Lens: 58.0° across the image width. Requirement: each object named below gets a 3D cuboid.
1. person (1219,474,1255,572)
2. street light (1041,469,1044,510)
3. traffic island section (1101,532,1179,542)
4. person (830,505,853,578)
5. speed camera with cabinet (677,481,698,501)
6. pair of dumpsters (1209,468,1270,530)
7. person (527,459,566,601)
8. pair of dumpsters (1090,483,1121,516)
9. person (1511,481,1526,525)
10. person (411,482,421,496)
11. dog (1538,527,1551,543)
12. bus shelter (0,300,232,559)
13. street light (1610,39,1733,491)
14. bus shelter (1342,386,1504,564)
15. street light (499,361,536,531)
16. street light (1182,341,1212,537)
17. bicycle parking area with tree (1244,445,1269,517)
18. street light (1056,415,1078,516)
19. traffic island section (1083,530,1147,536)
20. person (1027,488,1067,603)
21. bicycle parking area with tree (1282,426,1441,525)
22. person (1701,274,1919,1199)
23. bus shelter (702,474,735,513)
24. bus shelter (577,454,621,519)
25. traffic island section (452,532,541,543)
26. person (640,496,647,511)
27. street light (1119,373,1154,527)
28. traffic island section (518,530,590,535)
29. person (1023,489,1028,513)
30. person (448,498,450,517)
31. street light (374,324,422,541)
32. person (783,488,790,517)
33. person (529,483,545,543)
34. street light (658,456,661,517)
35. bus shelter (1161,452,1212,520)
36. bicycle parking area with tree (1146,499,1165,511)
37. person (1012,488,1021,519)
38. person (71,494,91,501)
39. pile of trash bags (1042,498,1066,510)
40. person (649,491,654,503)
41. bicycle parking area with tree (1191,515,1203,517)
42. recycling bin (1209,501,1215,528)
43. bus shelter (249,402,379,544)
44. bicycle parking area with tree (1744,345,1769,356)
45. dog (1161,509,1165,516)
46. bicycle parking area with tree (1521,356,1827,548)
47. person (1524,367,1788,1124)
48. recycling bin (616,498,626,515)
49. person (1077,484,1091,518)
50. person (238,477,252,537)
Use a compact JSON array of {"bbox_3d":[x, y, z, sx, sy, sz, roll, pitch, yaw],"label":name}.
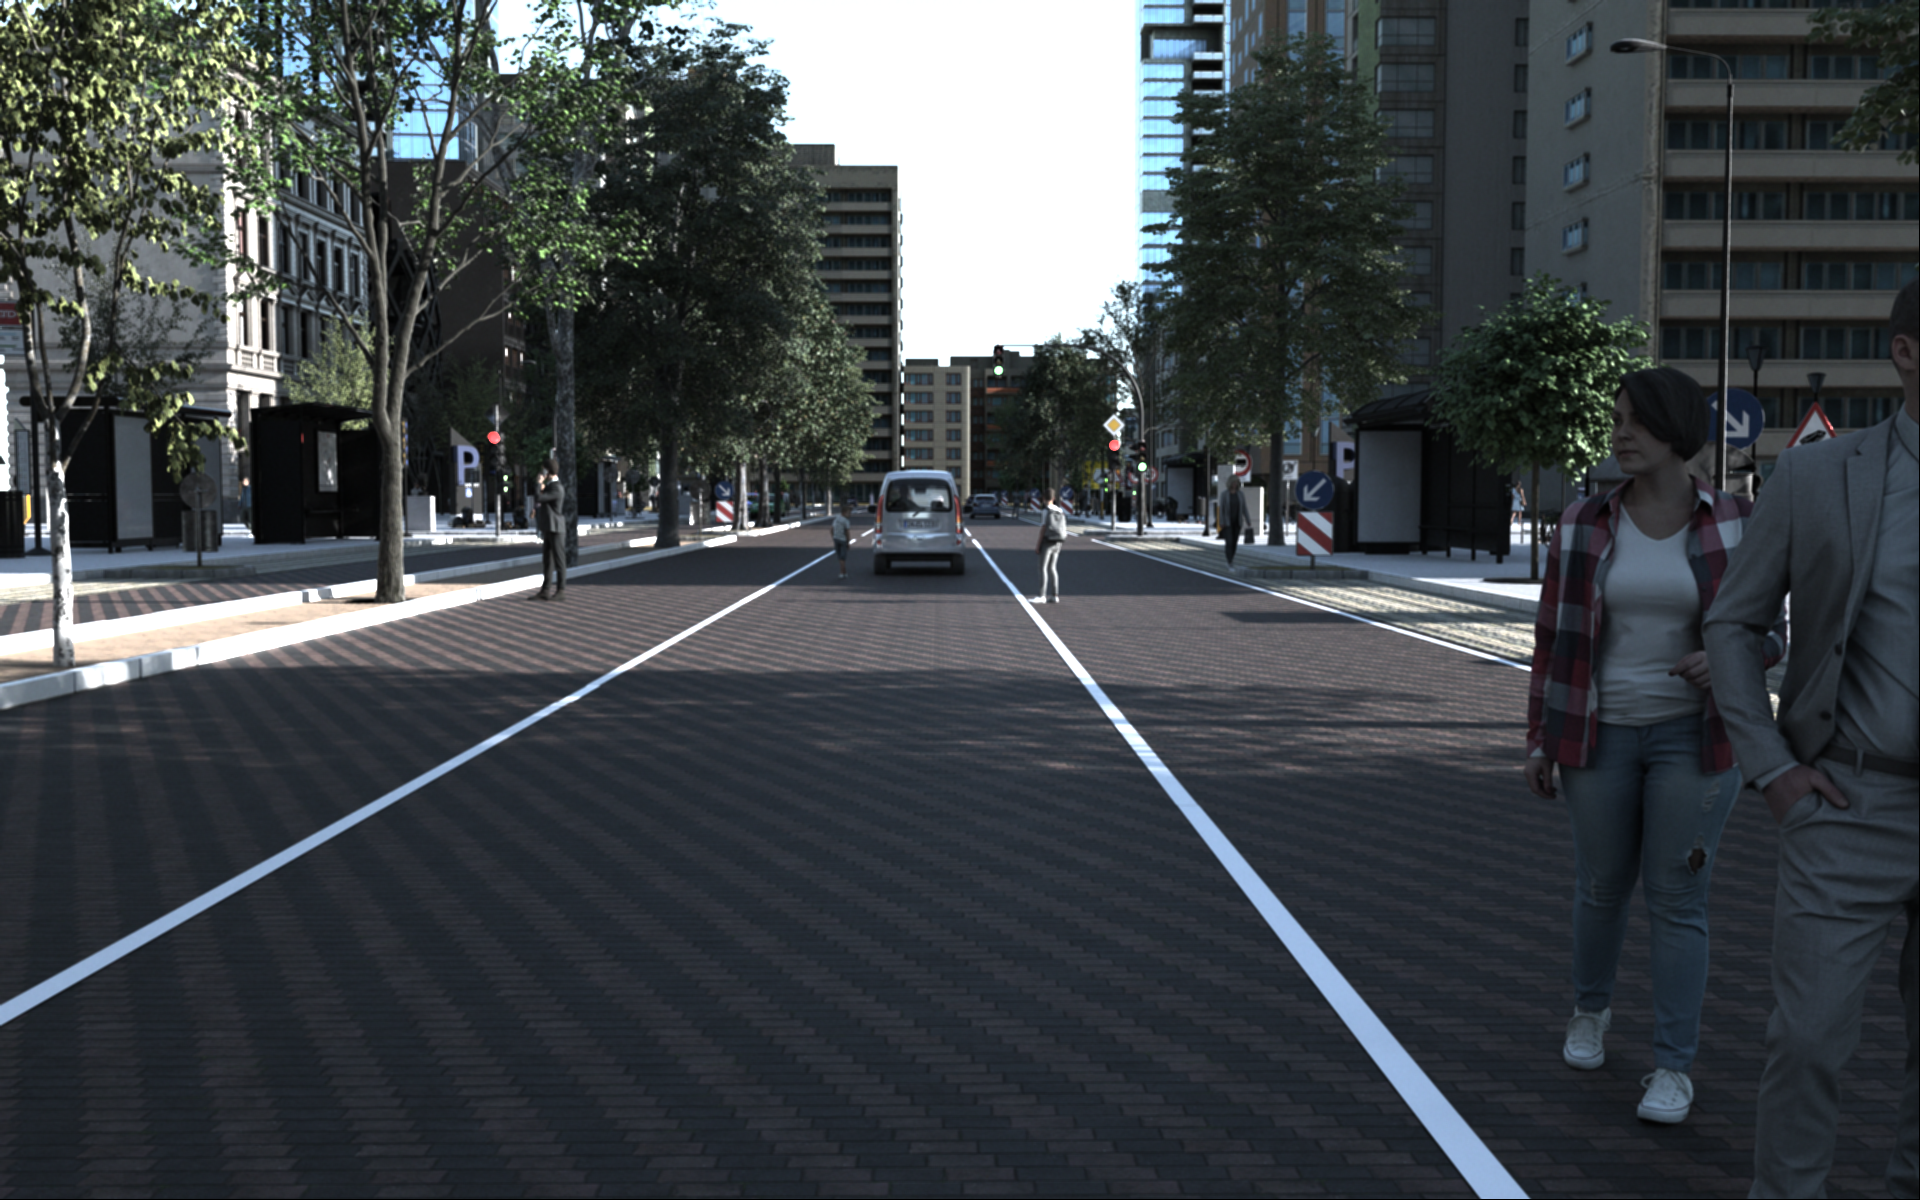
[{"bbox_3d":[5.119,-1.433,32.119,0.709,1.800,0.728,-1,4,-9],"label":"person"},{"bbox_3d":[5.971,-9.988,135.844,1.470,5.913,1.316,0,4,-1],"label":"street light"},{"bbox_3d":[5.508,-1.867,52.813,2.009,0.180,2.903,0,4,-1],"label":"traffic island section"},{"bbox_3d":[-2.024,-1.004,29.599,0.352,1.250,0.332,-1,4,-23],"label":"person"},{"bbox_3d":[-18.492,-7.448,116.103,2.038,3.252,0.660,-2,4,-29],"label":"speed camera with cabinet"},{"bbox_3d":[10.177,-3.704,63.056,1.574,2.255,4.437,0,4,-1],"label":"pair of dumpsters"},{"bbox_3d":[-5.534,-0.941,23.250,0.474,1.900,0.648,-2,4,-24],"label":"person"},{"bbox_3d":[8.773,-6.267,104.952,1.574,2.255,4.437,0,4,-1],"label":"pair of dumpsters"},{"bbox_3d":[22.774,-3.949,70.698,0.778,1.811,0.616,-3,5,-43],"label":"person"},{"bbox_3d":[-22.941,-4.094,73.256,0.520,1.790,0.573,0,4,2],"label":"person"},{"bbox_3d":[15.606,-1.724,45.916,0.748,0.427,0.550,1,4,15],"label":"dog"},{"bbox_3d":[-19.066,-3.726,38.556,2.179,5.291,8.768,0,4,-1],"label":"bus shelter"},{"bbox_3d":[7.339,-2.773,17.875,1.470,5.913,1.316,0,4,-1],"label":"street light"},{"bbox_3d":[9.207,-2.469,34.292,2.014,3.302,5.546,0,4,-1],"label":"bus shelter"},{"bbox_3d":[-15.481,-5.378,60.475,1.470,5.913,1.316,0,4,-1],"label":"street light"},{"bbox_3d":[6.949,-4.881,52.340,1.470,5.913,1.316,0,4,-1],"label":"street light"},{"bbox_3d":[19.023,-5.882,83.174,9.016,4.147,8.231,3,4,36],"label":"bicycle parking area with tree"},{"bbox_3d":[6.270,-7.869,101.203,1.470,5.913,1.316,0,4,-1],"label":"street light"},{"bbox_3d":[5.402,-2.356,60.797,2.009,0.180,2.903,0,4,-1],"label":"traffic island section"},{"bbox_3d":[1.161,-0.721,22.885,0.523,1.515,0.503,1,4,10],"label":"person"},{"bbox_3d":[17.473,-5.257,72.958,8.231,4.147,9.016,1,4,11],"label":"bicycle parking area with tree"},{"bbox_3d":[1.601,0.347,2.925,0.635,1.810,0.391,1,4,10],"label":"person"},{"bbox_3d":[-17.377,-8.898,123.121,2.179,5.291,8.768,0,4,-1],"label":"bus shelter"},{"bbox_3d":[-19.970,-7.029,92.559,2.179,5.291,8.768,0,4,-1],"label":"bus shelter"},{"bbox_3d":[-14.031,-1.852,52.558,2.009,0.180,2.903,0,4,-1],"label":"traffic island section"},{"bbox_3d":[-23.737,-7.212,129.461,0.738,1.151,1.012,2,4,27],"label":"person"},{"bbox_3d":[6.800,-5.761,66.740,1.470,5.913,1.316,0,4,-1],"label":"street light"},{"bbox_3d":[-14.138,-2.340,60.543,2.009,0.180,2.903,0,4,-1],"label":"traffic island section"},{"bbox_3d":[5.084,-7.681,134.097,0.388,1.821,0.555,-2,4,-28],"label":"person"},{"bbox_3d":[-28.985,-5.375,98.606,0.332,1.250,0.352,1,4,17],"label":"person"},{"bbox_3d":[-15.377,-4.581,47.443,1.470,5.913,1.316,0,4,-1],"label":"street light"},{"bbox_3d":[-11.087,-6.219,110.404,0.478,1.798,0.641,-2,4,-29],"label":"person"},{"bbox_3d":[-12.208,-2.527,50.399,0.593,1.750,0.643,0,4,2],"label":"person"},{"bbox_3d":[-16.018,-7.534,95.723,1.470,5.913,1.316,0,4,-1],"label":"street light"},{"bbox_3d":[11.229,-5.580,85.162,2.014,3.302,5.546,0,4,-1],"label":"bus shelter"},{"bbox_3d":[16.011,-8.497,125.935,9.016,4.147,8.231,1,4,14],"label":"bicycle parking area with tree"},{"bbox_3d":[3.286,-5.597,100.290,0.520,1.790,0.573,0,4,6],"label":"person"},{"bbox_3d":[-28.163,-2.853,55.492,0.721,1.781,0.623,2,4,34],"label":"person"},{"bbox_3d":[7.707,-7.557,133.301,1.912,1.369,3.447,2,4,27],"label":"pile of trash bags"},{"bbox_3d":[-22.185,-7.137,125.328,0.503,1.515,0.523,3,5,42],"label":"person"},{"bbox_3d":[17.205,-6.757,97.473,9.016,4.147,8.231,0,4,3],"label":"bicycle parking area with tree"},{"bbox_3d":[9.912,-3.287,66.290,0.722,1.027,0.722,2,4,29],"label":"recycling bin"},{"bbox_3d":[-17.290,-3.418,47.169,1.731,3.624,6.357,0,4,-1],"label":"bus shelter"},{"bbox_3d":[17.946,-2.839,33.423,8.231,4.147,9.016,1,4,13],"label":"bicycle parking area with tree"},{"bbox_3d":[12.091,-5.265,102.915,0.406,0.507,0.540,-3,5,-44],"label":"dog"},{"bbox_3d":[17.737,-3.335,41.526,8.231,4.147,9.016,1,4,20],"label":"bicycle parking area with tree"},{"bbox_3d":[1.643,0.320,4.105,0.563,1.720,0.643,2,4,31],"label":"person"},{"bbox_3d":[-20.721,-5.671,105.268,0.722,1.027,0.722,-1,4,-15],"label":"recycling bin"},{"bbox_3d":[6.740,-5.378,93.936,0.822,1.834,0.622,-1,4,-8],"label":"person"},{"bbox_3d":[-21.407,-2.799,52.158,0.601,1.785,0.444,2,4,26],"label":"person"}]
